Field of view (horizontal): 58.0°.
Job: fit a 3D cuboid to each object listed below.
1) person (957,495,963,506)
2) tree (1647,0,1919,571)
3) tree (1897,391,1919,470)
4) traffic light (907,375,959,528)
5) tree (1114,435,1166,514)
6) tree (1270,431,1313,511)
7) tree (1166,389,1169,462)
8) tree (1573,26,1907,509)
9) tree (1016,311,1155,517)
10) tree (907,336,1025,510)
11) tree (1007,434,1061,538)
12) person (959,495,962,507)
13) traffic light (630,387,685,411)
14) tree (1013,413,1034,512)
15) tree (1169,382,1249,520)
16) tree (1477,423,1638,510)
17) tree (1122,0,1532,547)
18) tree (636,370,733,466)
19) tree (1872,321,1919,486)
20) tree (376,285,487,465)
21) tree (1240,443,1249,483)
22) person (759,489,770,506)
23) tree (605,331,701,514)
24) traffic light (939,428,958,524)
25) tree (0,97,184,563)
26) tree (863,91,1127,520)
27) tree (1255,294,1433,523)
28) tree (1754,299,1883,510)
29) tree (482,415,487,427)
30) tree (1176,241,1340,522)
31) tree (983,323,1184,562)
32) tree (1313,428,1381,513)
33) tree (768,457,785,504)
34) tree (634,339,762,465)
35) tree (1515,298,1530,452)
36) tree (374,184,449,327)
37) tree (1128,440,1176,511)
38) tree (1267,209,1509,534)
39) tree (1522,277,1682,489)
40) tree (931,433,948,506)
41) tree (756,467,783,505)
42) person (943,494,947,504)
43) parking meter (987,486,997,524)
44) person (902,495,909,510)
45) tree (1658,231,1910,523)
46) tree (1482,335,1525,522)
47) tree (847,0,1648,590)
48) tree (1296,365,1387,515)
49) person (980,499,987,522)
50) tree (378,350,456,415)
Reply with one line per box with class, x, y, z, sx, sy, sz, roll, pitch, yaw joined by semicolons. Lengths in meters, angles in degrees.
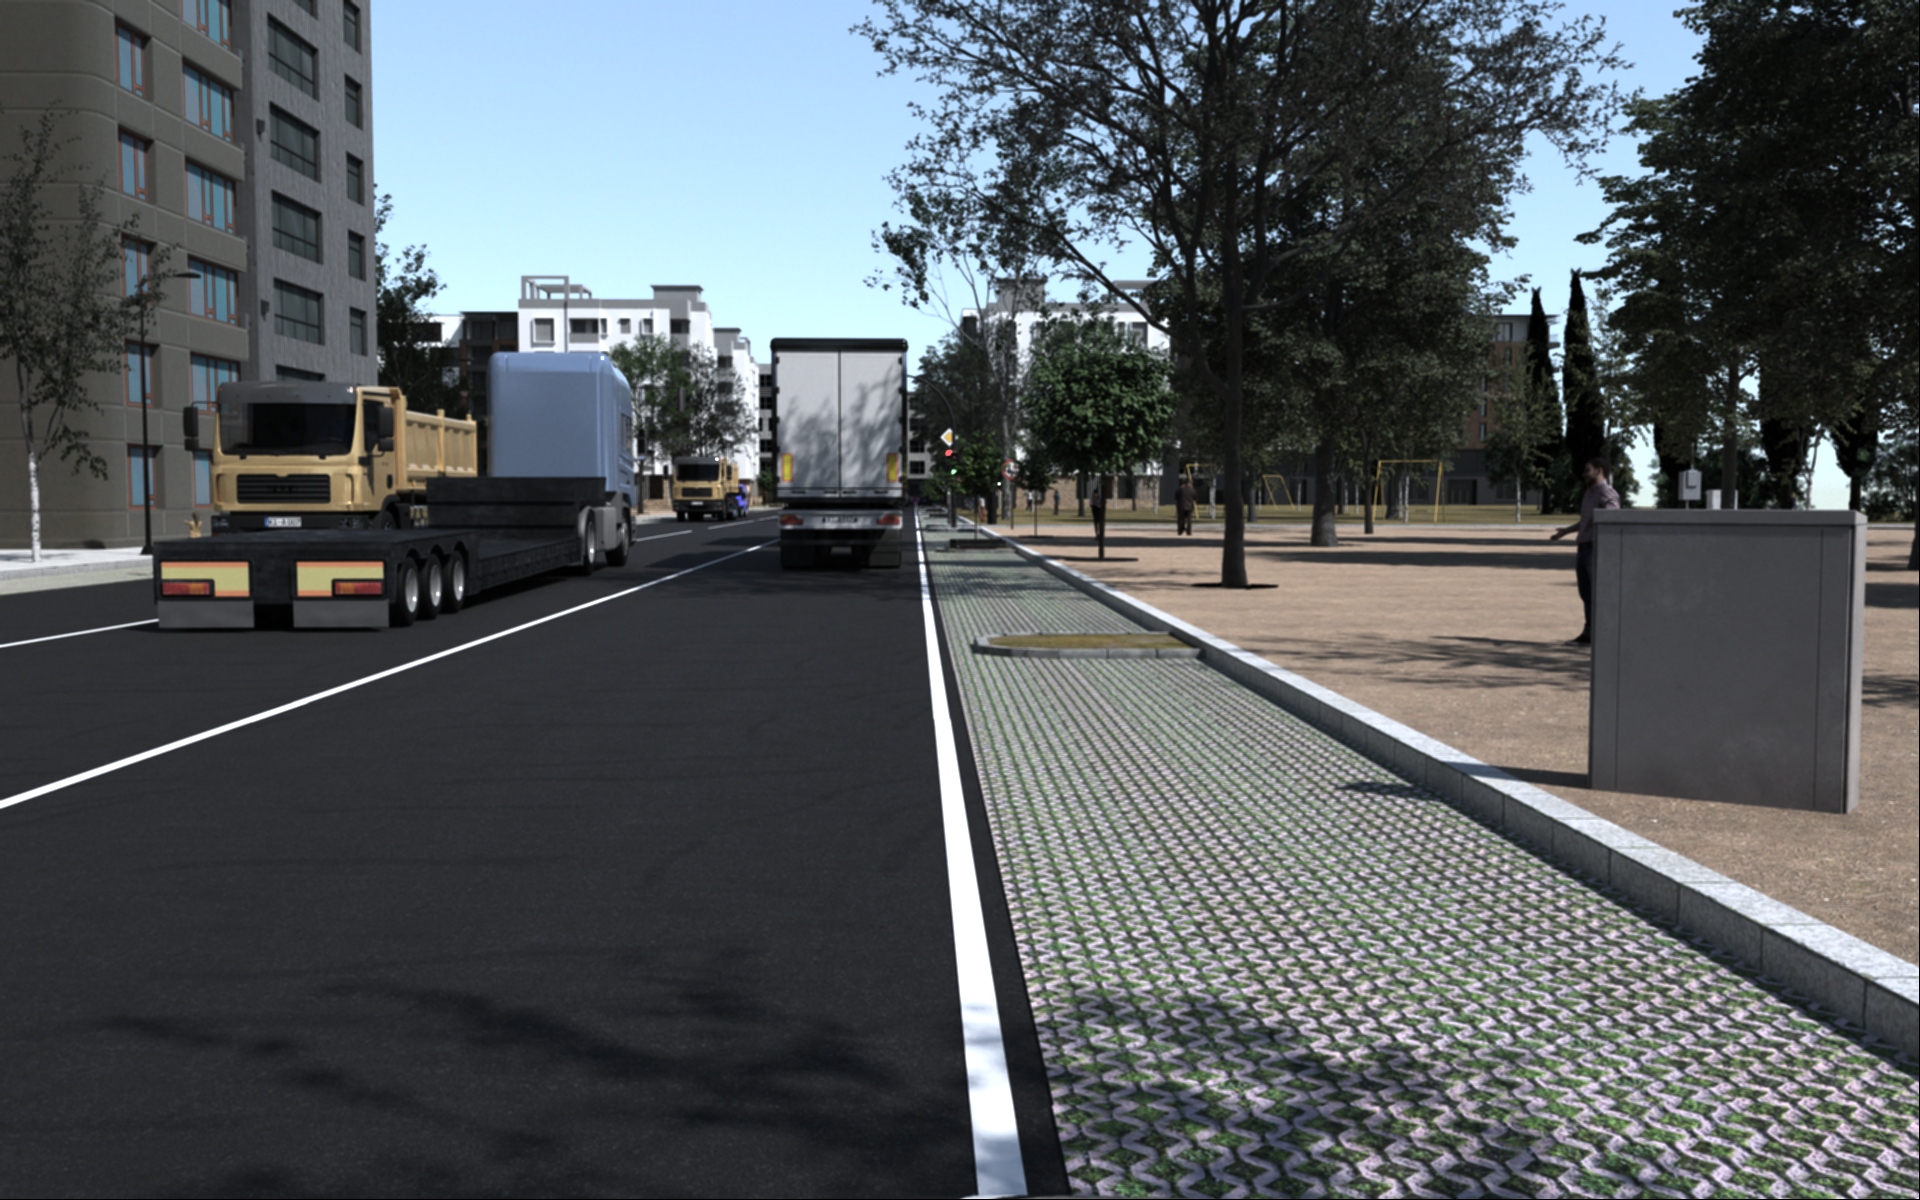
person;0.338;-9.319;158.419;1.348;1.823;0.705;1;4;11
tree;16.468;-7.474;28.861;9.857;13.997;8.962;0;3;0
tree;44.337;-5.892;59.234;20.602;7.101;11.467;0;4;-2
traffic light;-2.346;-5.555;65.499;4.771;5.953;1.251;0;4;-2
tree;12.768;-9.851;111.418;4.360;8.622;3.978;0;3;0
tree;25.476;-11.023;130.596;4.360;8.622;3.978;0;3;0
tree;14.753;-9.356;103.338;4.360;8.622;3.978;0;3;0
tree;19.012;-7.587;42.171;7.486;12.596;7.792;0;3;0
tree;6.906;-10.452;96.643;9.928;11.665;9.643;0;3;0
tree;0.577;-14.156;138.099;9.857;13.997;8.962;0;3;0
tree;2.345;-3.455;51.091;1.663;3.219;1.824;0;3;0
person;0.125;-10.412;176.990;0.721;1.735;1.217;2;4;24
traffic light;-14.037;-6.035;73.336;4.771;5.953;1.251;0;4;-2
tree;5.592;-10.809;127.093;4.737;8.622;4.395;0;3;0
tree;12.639;-8.319;86.380;4.360;8.622;3.978;0;3;0
tree;45.652;-10.419;133.261;11.467;7.101;20.602;-1;4;-9
tree;8.763;-8.264;41.777;9.857;13.997;8.962;0;3;0
tree;-19.896;-11.623;124.451;7.601;10.594;8.767;-2;4;-35
tree;27.834;-6.058;49.408;4.360;8.622;3.978;0;3;0
tree;-24.765;-8.769;77.780;7.601;10.594;8.767;1;4;13
tree;24.020;-11.486;138.156;4.737;8.622;4.395;0;3;0
person;-21.605;-11.312;190.952;1.348;1.831;0.705;1;4;13
tree;-20.312;-11.297;110.464;9.928;11.665;9.643;0;3;0
traffic light;-0.471;-5.184;73.678;0.839;4.253;0.868;0;4;-2
tree;-17.054;-5.003;32.156;4.360;8.622;3.978;0;3;0
tree;1.654;-13.971;84.320;12.611;20.169;13.585;0;3;0
tree;13.766;-6.889;63.001;4.737;8.622;4.395;0;3;0
tree;28.206;-6.529;57.110;4.737;8.622;4.395;0;3;0
tree;-24.158;-8.946;96.629;4.737;8.622;4.395;0;3;0
tree;13.328;-9.753;77.583;7.486;12.596;7.792;0;3;0
tree;2.670;-3.036;33.351;4.285;4.588;4.351;0;3;0
tree;26.436;-10.042;114.543;4.360;8.622;3.978;0;3;0
tree;-22.597;-16.638;222.397;4.360;8.622;3.978;0;3;0
tree;-20.746;-13.943;138.343;12.009;13.543;11.850;0;3;0
tree;39.950;-12.522;106.548;13.155;14.587;18.604;-1;4;-17
tree;-35.697;-15.116;103.027;12.611;20.169;13.585;0;3;0
tree;13.427;-12.277;135.146;8.767;10.594;7.601;-3;4;-38
tree;13.300;-7.429;55.884;8.767;10.594;7.601;1;4;13
tree;22.195;-6.601;58.288;4.737;8.622;4.395;0;3;0
tree;-1.260;-14.115;181.148;4.360;8.622;3.978;0;3;0
tree;-22.304;-13.966;212.060;4.285;4.588;4.351;0;3;0
person;-1.693;-13.391;225.085;0.705;1.812;1.348;-3;4;-37
parking meter;1.350;-4.135;73.313;0.255;1.863;0.399;-3;4;-37
person;-4.875;-8.918;154.175;0.599;1.838;0.709;-2;4;-30
tree;39.748;-11.167;84.408;13.155;14.587;18.604;-2;4;-29
tree;25.859;-7.903;79.575;4.737;8.622;4.395;0;3;0
tree;3.625;-6.908;23.315;12.009;13.543;11.850;0;3;0
tree;23.522;-11.051;106.447;9.928;11.665;9.643;0;3;0
person;1.068;-4.290;80.096;0.340;1.345;0.435;0;4;-1
tree;-42.429;-13.268;133.936;9.611;12.733;9.660;0;3;0
